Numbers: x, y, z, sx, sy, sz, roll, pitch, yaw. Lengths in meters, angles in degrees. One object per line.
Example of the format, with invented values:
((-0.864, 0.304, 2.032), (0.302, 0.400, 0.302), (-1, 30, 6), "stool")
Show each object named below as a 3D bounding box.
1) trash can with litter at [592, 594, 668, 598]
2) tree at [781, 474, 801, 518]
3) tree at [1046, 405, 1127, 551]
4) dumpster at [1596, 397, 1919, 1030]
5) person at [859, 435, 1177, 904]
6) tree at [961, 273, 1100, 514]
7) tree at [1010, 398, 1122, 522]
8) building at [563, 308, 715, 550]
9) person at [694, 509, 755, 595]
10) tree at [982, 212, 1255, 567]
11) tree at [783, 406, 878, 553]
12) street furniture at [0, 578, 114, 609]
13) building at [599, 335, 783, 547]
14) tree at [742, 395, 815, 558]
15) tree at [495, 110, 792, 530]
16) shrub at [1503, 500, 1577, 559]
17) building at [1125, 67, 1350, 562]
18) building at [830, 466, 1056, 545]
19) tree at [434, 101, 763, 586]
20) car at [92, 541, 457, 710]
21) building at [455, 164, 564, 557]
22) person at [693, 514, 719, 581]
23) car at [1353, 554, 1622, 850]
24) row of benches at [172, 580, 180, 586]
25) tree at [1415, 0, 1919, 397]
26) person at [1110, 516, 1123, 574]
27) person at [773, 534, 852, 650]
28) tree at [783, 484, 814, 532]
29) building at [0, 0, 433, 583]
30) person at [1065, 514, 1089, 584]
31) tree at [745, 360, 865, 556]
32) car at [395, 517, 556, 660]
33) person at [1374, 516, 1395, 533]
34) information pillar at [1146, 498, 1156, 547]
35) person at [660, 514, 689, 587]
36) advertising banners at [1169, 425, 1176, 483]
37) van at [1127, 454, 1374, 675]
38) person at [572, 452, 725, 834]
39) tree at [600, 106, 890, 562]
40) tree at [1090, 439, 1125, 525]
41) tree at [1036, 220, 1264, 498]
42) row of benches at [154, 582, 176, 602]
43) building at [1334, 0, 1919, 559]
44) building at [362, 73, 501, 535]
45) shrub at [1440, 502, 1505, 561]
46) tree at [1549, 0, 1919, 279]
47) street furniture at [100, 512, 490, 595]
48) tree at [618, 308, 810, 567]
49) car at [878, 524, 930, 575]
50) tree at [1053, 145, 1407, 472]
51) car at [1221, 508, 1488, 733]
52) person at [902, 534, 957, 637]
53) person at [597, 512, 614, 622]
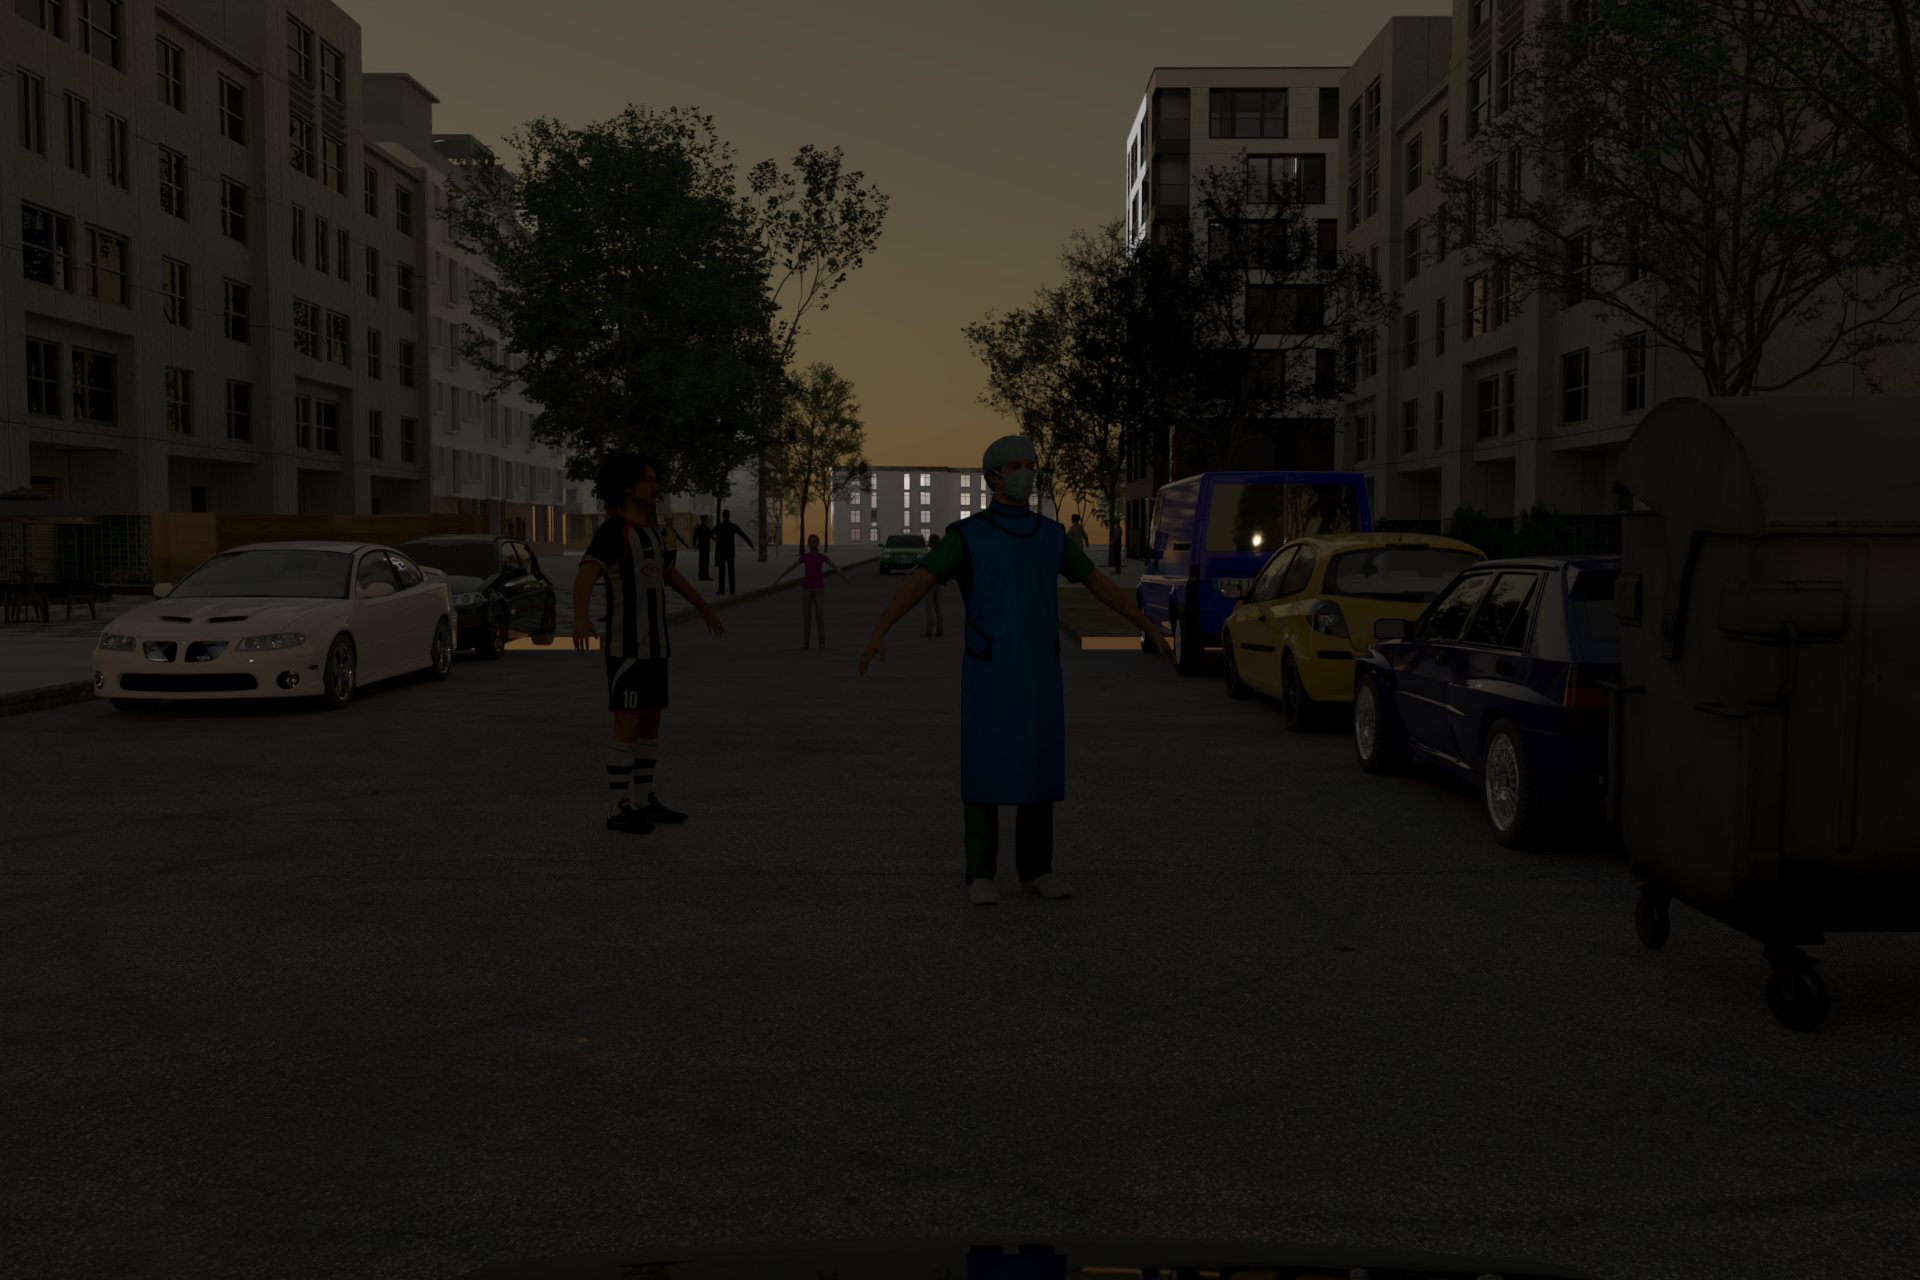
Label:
((-6.679, -1.492, 35.446), (1.678, 1.210, 2.233), (0, 4, 1), "trash can with litter")
((-22.526, -17.003, 212.413), (7.601, 10.594, 8.767), (0, 4, -7), "tree")
((6.233, -8.385, 87.464), (4.737, 8.622, 4.395), (0, 3, 0), "tree")
((3.112, 0.168, 5.468), (1.865, 1.857, 1.264), (0, 4, 0), "dumpster")
((0.214, 0.109, 6.797), (1.347, 1.817, 0.704), (-1, 4, -23), "person")
((6.525, -16.554, 126.550), (12.611, 20.169, 13.585), (0, 3, 0), "tree")
((6.550, -10.952, 113.482), (8.767, 10.594, 7.601), (1, 4, 11), "tree")
((-27.396, -17.664, 145.227), (16.016, 20.090, 11.380), (0, 4, 0), "building")
((-4.961, -1.865, 36.712), (1.346, 1.802, 0.704), (-2, 4, -25), "person")
((5.882, -9.595, 67.241), (12.009, 13.543, 11.850), (0, 3, 0), "tree")
((-8.966, -11.312, 119.356), (7.601, 10.594, 8.767), (-3, 4, -36), "tree")
((-20.547, -0.879, 29.991), (10.072, 0.657, 5.734), (0, 4, 2), "street furniture")
((-28.835, -21.393, 180.709), (19.493, 23.208, 18.063), (0, 4, 0), "building")
((-9.643, -8.601, 90.986), (4.360, 8.622, 3.978), (0, 3, 0), "tree")
((-9.454, -8.942, 52.862), (9.857, 13.997, 8.962), (0, 3, 0), "tree")
((12.789, -2.062, 38.140), (1.690, 2.028, 1.600), (0, 3, 0), "shrub")
((22.581, -15.193, 92.379), (27.936, 21.610, 32.646), (0, 4, 0), "building")
((-2.090, -16.567, 215.469), (28.070, 9.664, 9.099), (0, 4, -7), "building")
((-8.734, -7.171, 42.995), (9.928, 11.665, 9.643), (0, 3, 0), "tree")
((-5.956, -0.198, 15.595), (2.083, 1.381, 4.827), (0, 3, 0), "car")
((-28.516, -14.290, 90.067), (16.016, 20.090, 11.380), (0, 4, -1), "building")
((-7.034, -2.561, 47.812), (0.705, 1.837, 1.347), (-3, 5, -42), "person")
((3.297, 0.206, 9.217), (1.945, 1.354, 3.894), (0, 4, -1), "car")
((-9.842, -0.661, 26.264), (1.422, 0.672, 4.104), (3, 4, 38), "row of benches")
((13.067, -7.271, 29.246), (12.009, 13.543, 11.850), (0, 3, 0), "tree")
((5.003, -3.026, 55.326), (0.705, 1.847, 1.347), (1, 4, 14), "person")
((-1.825, -0.594, 21.442), (0.991, 1.433, 0.599), (0, 4, 5), "person")
((-19.965, -16.443, 219.203), (4.360, 8.622, 3.978), (0, 3, 0), "tree")
((-29.136, -11.363, 52.242), (16.747, 18.905, 31.486), (0, 4, 0), "building")
((2.978, -2.377, 45.051), (0.705, 1.806, 1.347), (3, 5, 41), "person")
((-9.241, -10.827, 102.781), (9.928, 11.665, 9.643), (0, 3, 0), "tree")
((-6.107, -0.683, 20.951), (2.009, 1.686, 4.222), (0, 4, 0), "car")
((13.200, -2.958, 54.140), (1.354, 1.856, 0.705), (0, 4, 6), "person")
((3.957, -1.889, 35.385), (0.304, 2.012, 0.304), (0, 4, 0), "information pillar")
((-7.026, -2.193, 42.320), (0.721, 1.772, 1.216), (2, 4, 27), "person")
((3.400, -1.995, 28.806), (0.090, 3.025, 2.074), (0, 4, -1), "advertising banners")
((3.135, -0.909, 19.251), (2.240, 2.365, 5.245), (0, 3, 0), "van")
((-1.552, 0.011, 8.427), (0.704, 1.843, 1.345), (1, 4, 19), "person")
((-10.348, -13.616, 78.518), (12.611, 20.169, 13.585), (0, 3, 0), "tree")
((21.241, -19.048, 218.095), (9.857, 13.997, 8.962), (0, 3, 0), "tree")
((5.784, -7.221, 52.474), (7.601, 10.594, 8.767), (-1, 4, -21), "tree")
((-9.023, -0.443, 22.707), (4.104, 0.672, 1.422), (2, 4, 32), "row of benches")
((23.098, -11.362, 52.226), (16.747, 18.905, 31.486), (0, 4, 0), "building")
((-27.733, -13.217, 72.518), (16.016, 20.090, 11.380), (0, 4, 1), "building")
((11.810, -2.199, 40.371), (1.690, 2.028, 1.600), (0, 3, 0), "shrub")
((9.008, -5.466, 15.120), (9.928, 11.665, 9.643), (0, 3, 0), "tree")
((-14.063, -1.990, 39.391), (11.010, 1.723, 9.812), (2, 4, 25), "street furniture")
((-9.486, -8.082, 66.550), (8.767, 10.594, 7.601), (1, 4, 11), "tree")
((-1.939, -3.272, 62.286), (1.959, 1.807, 4.718), (0, 4, 0), "car")
((6.422, -6.619, 42.633), (8.767, 10.594, 7.601), (0, 4, 7), "tree")
((3.196, -0.227, 13.933), (2.015, 1.641, 3.980), (0, 4, -1), "car")
((-0.408, -0.760, 24.156), (0.991, 1.433, 0.599), (-3, 5, -42), "person")
((-5.064, -1.163, 25.200), (0.705, 1.806, 1.347), (-3, 5, -40), "person")
